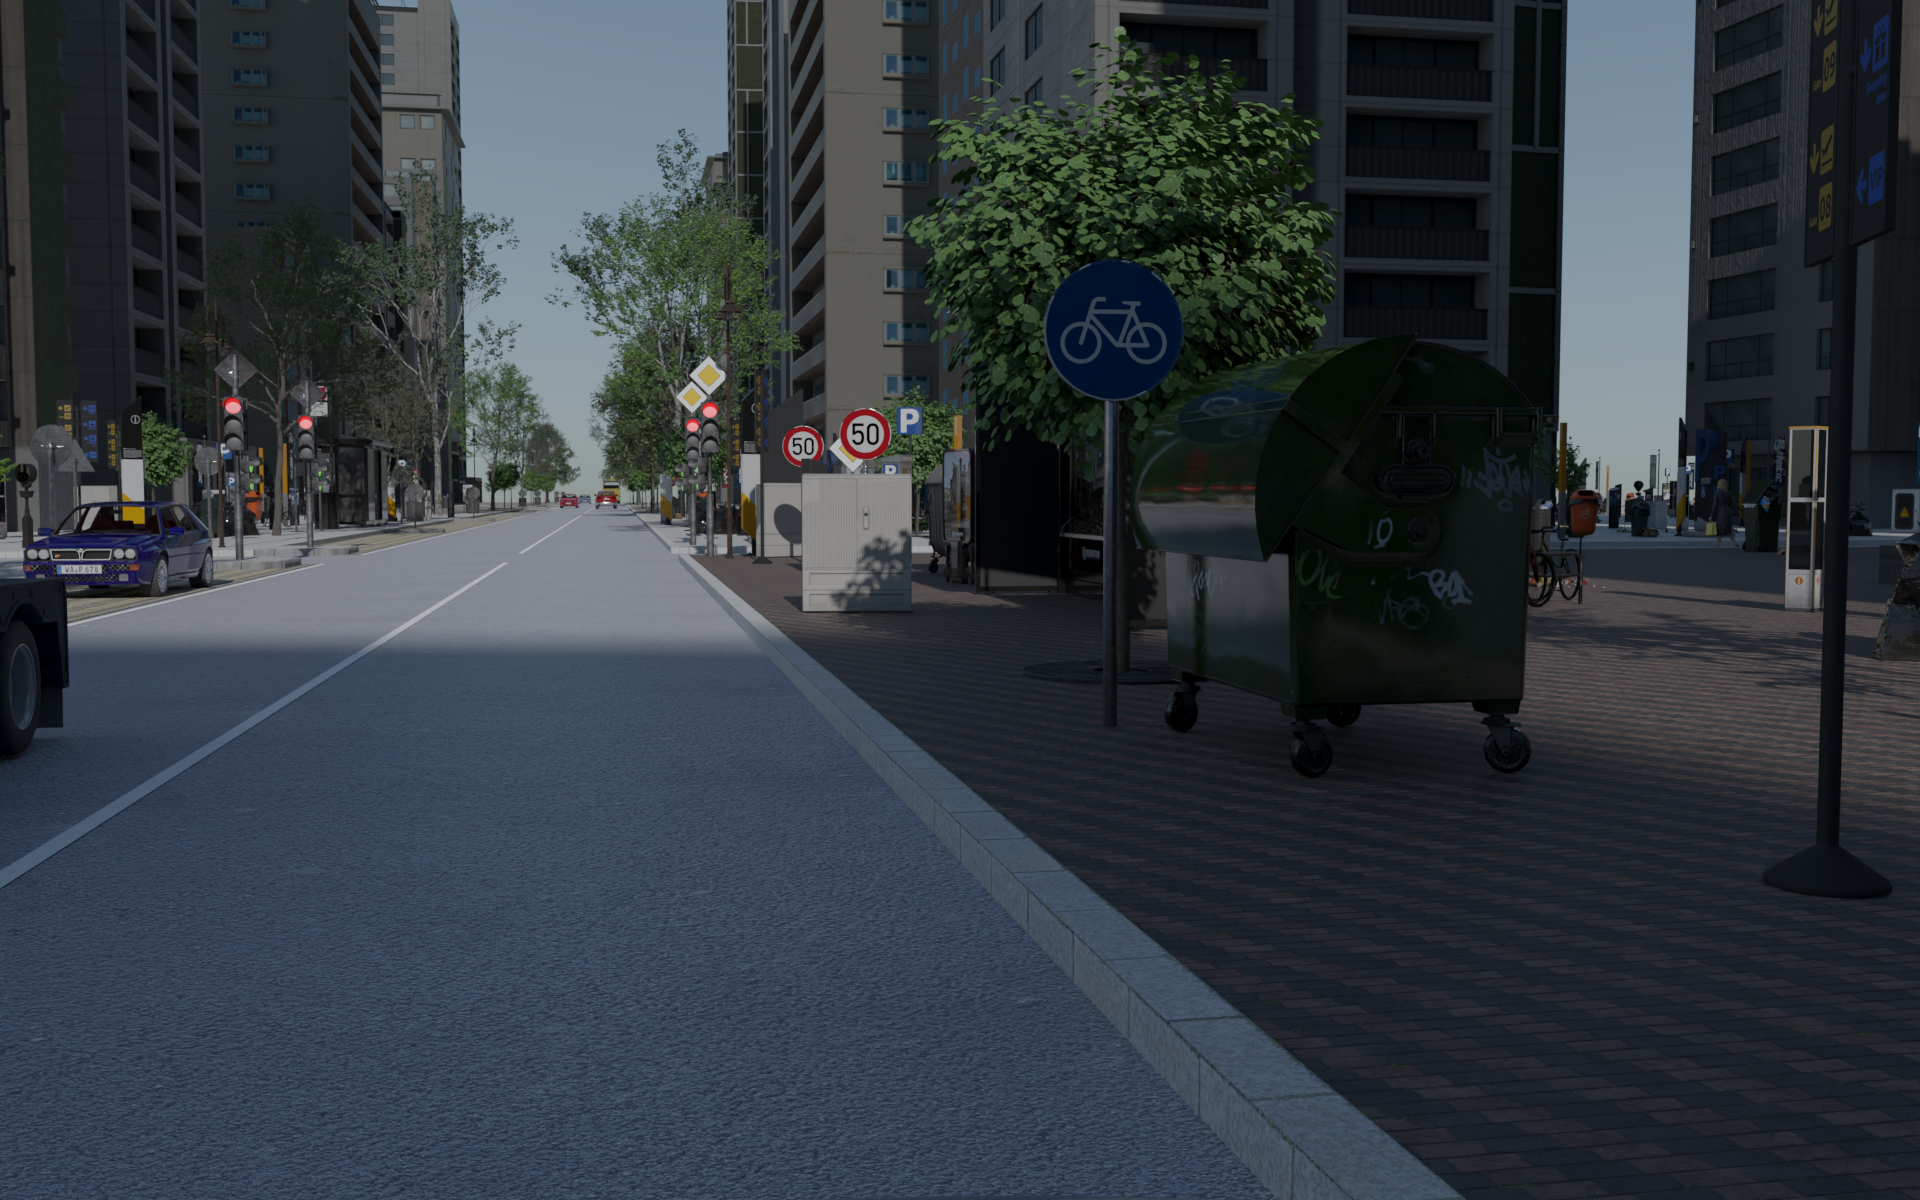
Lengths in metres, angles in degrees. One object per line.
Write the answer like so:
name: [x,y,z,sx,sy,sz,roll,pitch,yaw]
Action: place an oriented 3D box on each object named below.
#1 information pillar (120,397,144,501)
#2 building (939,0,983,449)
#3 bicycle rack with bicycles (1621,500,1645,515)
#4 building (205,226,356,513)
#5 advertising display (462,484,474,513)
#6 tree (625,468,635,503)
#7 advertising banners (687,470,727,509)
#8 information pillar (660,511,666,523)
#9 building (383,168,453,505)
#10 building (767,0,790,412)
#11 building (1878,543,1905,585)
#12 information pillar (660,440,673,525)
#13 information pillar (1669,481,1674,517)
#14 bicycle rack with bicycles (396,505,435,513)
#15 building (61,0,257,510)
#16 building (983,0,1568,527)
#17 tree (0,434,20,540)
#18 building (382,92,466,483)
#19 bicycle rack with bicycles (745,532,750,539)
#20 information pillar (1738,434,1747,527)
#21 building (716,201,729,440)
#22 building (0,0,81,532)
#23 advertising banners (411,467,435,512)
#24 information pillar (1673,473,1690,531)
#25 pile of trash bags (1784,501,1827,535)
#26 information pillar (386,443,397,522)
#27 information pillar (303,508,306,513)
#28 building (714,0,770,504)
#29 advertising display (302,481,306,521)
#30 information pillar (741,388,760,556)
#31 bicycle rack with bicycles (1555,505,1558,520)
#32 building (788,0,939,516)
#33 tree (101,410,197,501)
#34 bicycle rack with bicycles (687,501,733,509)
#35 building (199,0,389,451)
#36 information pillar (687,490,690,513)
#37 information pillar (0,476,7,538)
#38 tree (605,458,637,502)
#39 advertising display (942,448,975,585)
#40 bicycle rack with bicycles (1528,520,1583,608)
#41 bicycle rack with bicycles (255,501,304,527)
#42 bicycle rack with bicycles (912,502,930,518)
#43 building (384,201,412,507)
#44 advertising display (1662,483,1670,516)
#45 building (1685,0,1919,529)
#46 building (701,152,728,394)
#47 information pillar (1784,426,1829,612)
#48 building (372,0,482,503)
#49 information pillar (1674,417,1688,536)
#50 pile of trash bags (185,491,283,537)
information pillar: [-19.834,-3.069,41.539,0.183,3.616,0.504,3,5,45]
building: [7.041,-26.581,84.711,14.600,45.320,14.200,-1,4,-11]
bicycle rack with bicycles: [41.426,-5.556,104.226,2.925,0.926,2.852,2,4,30]
building: [-60.026,-17.073,124.190,27.650,21.520,28.899,-1,4,-11]
advertising display: [-32.596,-6.705,114.839,0.974,1.923,0.123,2,4,31]
tree: [-45.044,-17.672,239.294,4.737,8.622,4.395,0,3,0]
advertising banners: [-11.316,-5.035,78.507,2.074,3.025,0.090,0,4,2]
information pillar: [-12.968,-4.380,76.100,0.304,2.012,0.304,1,4,16]
building: [-70.026,-32.254,210.950,14.154,41.232,14.086,-1,4,-11]
building: [-5.970,-37.134,149.139,21.231,58.520,28.212,-1,4,-11]
building: [24.768,-28.879,14.166,21.231,58.520,28.212,-1,4,-11]
information pillar: [-12.074,-4.884,71.205,0.504,3.616,0.183,0,4,5]
information pillar: [39.117,-5.534,94.966,0.304,2.012,0.304,-1,4,-21]
bicycle rack with bicycles: [-33.335,-5.693,106.461,2.925,0.926,2.852,-3,4,-39]
building: [-45.598,-39.336,81.391,20.563,71.187,20.611,-1,4,-11]
building: [12.971,-38.354,65.347,20.611,71.187,20.563,-1,4,-11]
tree: [-27.672,-3.324,48.941,1.663,3.219,1.824,0,3,0]
building: [-81.100,-39.192,230.023,28.713,52.752,27.495,-1,4,-11]
bicycle rack with bicycles: [-4.427,-2.151,48.546,2.852,0.926,2.925,-2,4,-30]
information pillar: [30.596,-4.669,67.688,0.183,3.616,0.504,3,5,40]
building: [-27.071,-34.220,243.094,14.154,41.232,14.086,-1,4,-11]
building: [-37.665,-17.289,54.372,14.160,30.474,14.107,-1,4,-11]
advertising banners: [-35.051,-7.196,113.839,2.074,3.025,0.090,0,4,5]
information pillar: [25.180,-3.415,60.330,0.304,2.012,0.304,-2,4,-27]
pile of trash bags: [27.943,-2.889,56.980,3.447,1.369,1.912,1,4,15]
information pillar: [-26.214,-5.400,79.647,0.183,3.616,0.504,3,4,37]
information pillar: [-42.481,-6.599,112.384,0.304,2.012,0.304,-1,4,-17]
building: [-21.401,-48.143,225.389,20.563,71.187,20.611,-1,4,-11]
advertising display: [-31.353,-4.813,83.906,0.123,1.923,0.974,3,5,42]
information pillar: [-4.337,-2.740,36.156,0.504,3.616,0.183,-3,5,-40]
bicycle rack with bicycles: [27.977,-4.062,79.793,2.852,0.926,2.925,3,5,40]
building: [0.829,-29.727,109.737,21.300,48.544,21.600,-1,4,-11]
tree: [-31.551,-5.121,67.437,4.285,4.588,4.351,0,3,0]
bicycle rack with bicycles: [-12.251,-4.456,86.234,2.852,0.926,2.925,1,4,16]
building: [-61.884,-32.109,148.691,21.300,48.544,21.600,-1,4,-11]
information pillar: [-18.442,-6.938,117.925,0.304,2.012,0.304,-2,4,-27]
information pillar: [-28.299,-2.848,51.061,0.304,2.012,0.304,-2,4,-34]
tree: [-40.852,-18.340,217.989,7.486,12.596,7.792,0,3,0]
advertising display: [-0.002,-1.195,24.760,0.123,1.923,0.974,-2,4,-25]
bicycle rack with bicycles: [6.233,-0.433,20.455,2.925,0.926,2.852,-2,4,-27]
bicycle rack with bicycles: [-27.489,-3.249,66.504,2.925,0.926,2.852,2,4,26]
bicycle rack with bicycles: [-1.198,-4.162,81.433,2.852,0.926,2.925,-1,4,-11]
building: [-61.476,-24.237,167.977,14.160,30.474,14.107,-1,4,-11]
advertising display: [41.157,-5.829,100.515,0.974,1.923,0.123,-1,4,-19]
building: [38.704,-18.073,67.202,14.107,30.474,14.160,-1,4,-11]
building: [-24.462,-41.295,264.417,28.713,52.752,27.495,-1,4,-11]
information pillar: [9.245,-0.883,18.926,0.304,2.012,0.304,-3,5,-43]
building: [-81.557,-49.898,254.078,20.563,71.187,20.611,-1,4,-11]
information pillar: [21.953,-3.751,52.683,0.183,3.616,0.504,0,4,1]
pile of trash bags: [-22.573,-2.680,53.572,1.912,1.369,3.447,0,4,6]
